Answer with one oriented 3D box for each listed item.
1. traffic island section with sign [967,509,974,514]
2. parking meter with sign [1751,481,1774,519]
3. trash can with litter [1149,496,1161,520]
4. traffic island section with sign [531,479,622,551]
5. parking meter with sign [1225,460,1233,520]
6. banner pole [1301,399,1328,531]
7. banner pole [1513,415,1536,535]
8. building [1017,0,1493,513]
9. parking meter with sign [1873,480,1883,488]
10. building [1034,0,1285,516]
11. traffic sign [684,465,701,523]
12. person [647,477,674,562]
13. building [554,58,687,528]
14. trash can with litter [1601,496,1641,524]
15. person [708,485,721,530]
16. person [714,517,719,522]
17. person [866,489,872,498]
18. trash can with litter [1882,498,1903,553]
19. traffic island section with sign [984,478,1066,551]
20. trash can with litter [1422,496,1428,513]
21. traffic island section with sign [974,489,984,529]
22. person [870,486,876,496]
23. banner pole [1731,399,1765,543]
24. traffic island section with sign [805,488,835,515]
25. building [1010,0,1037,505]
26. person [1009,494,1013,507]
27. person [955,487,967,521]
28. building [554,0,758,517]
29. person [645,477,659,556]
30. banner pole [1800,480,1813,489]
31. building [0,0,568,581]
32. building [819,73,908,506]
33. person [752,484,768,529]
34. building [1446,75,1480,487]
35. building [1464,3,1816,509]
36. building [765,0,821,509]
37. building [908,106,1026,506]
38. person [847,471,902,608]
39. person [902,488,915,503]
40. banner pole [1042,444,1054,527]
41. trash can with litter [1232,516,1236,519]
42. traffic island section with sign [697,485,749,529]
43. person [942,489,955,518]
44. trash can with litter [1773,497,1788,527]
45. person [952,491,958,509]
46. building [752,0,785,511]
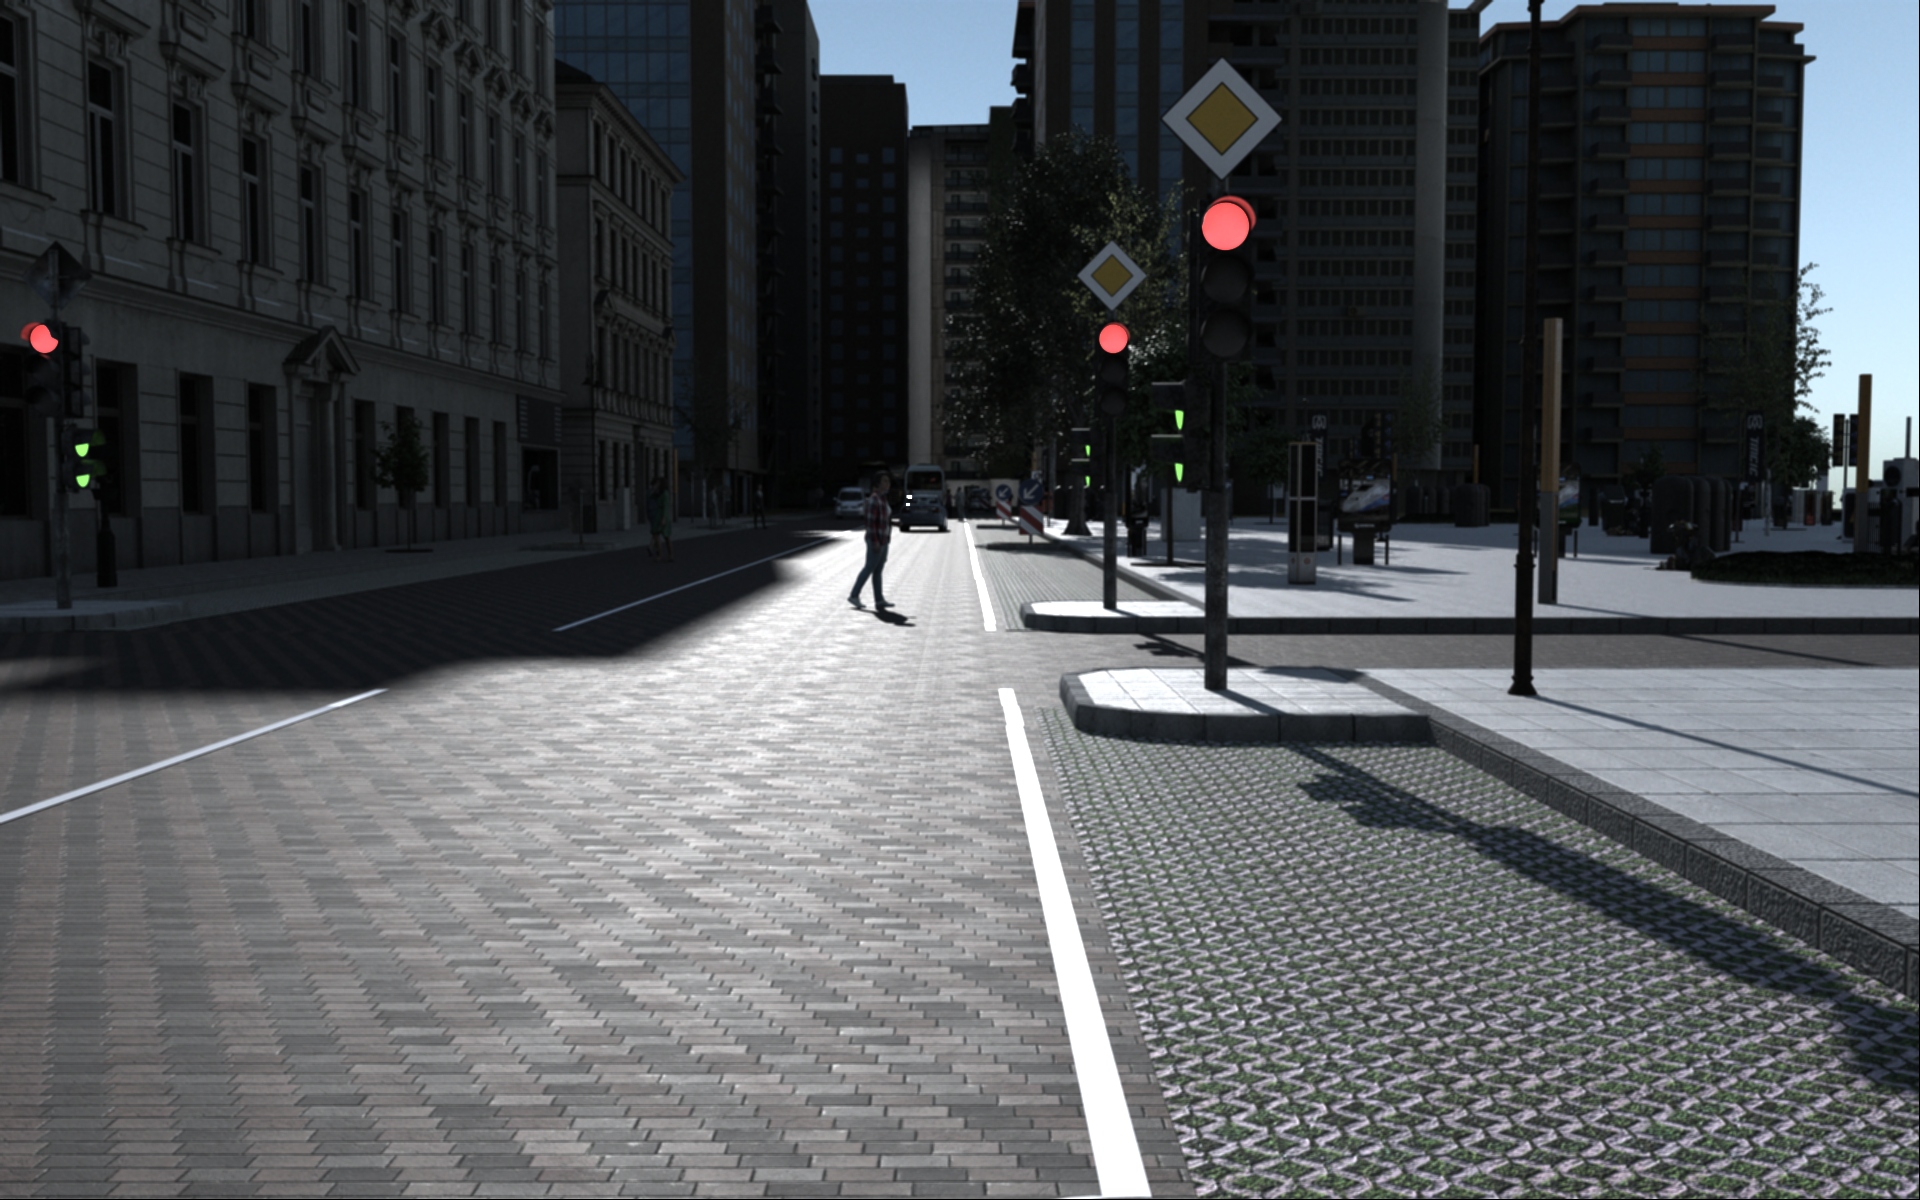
[{"bbox_3d":[1.637,-6.926,121.867,1.989,1.847,2.006,0,3,0],"label":"traffic island section with sign"},{"bbox_3d":[41.177,-5.708,89.583,1.738,3.016,0.543,3,4,39],"label":"parking meter with sign"},{"bbox_3d":[9.684,-4.510,84.800,2.233,1.210,1.678,3,5,44],"label":"trash can with litter"},{"bbox_3d":[-9.740,-2.179,44.255,1.989,1.847,2.006,0,3,0],"label":"traffic island section with sign"},{"bbox_3d":[13.444,-5.571,87.345,0.543,3.016,1.738,0,4,-2],"label":"parking meter with sign"},{"bbox_3d":[9.315,-3.405,45.683,0.863,3.779,0.401,-1,4,-11],"label":"banner pole"},{"bbox_3d":[17.765,-3.934,54.332,0.863,3.779,0.401,-2,4,-28],"label":"banner pole"},{"bbox_3d":[20.602,-26.671,127.959,32.217,40.220,23.993,0,3,0],"label":"building"},{"bbox_3d":[48.859,-5.850,91.905,1.738,3.016,0.543,2,4,33],"label":"parking meter with sign"},{"bbox_3d":[11.902,-28.045,108.646,14.600,45.320,14.200,0,3,0],"label":"building"},{"bbox_3d":[-11.768,-4.645,76.058,0.768,2.556,0.104,0,4,7],"label":"traffic sign"},{"bbox_3d":[-6.267,-1.702,36.574,0.529,1.795,0.600,-2,4,-32],"label":"person"},{"bbox_3d":[-18.266,-12.755,73.169,10.561,19.102,19.286,0,3,0],"label":"building"},{"bbox_3d":[28.516,-3.844,73.912,2.233,1.210,1.678,1,4,12],"label":"trash can with litter"},{"bbox_3d":[-9.871,-3.713,69.307,0.391,1.810,0.635,-3,4,-36],"label":"person"},{"bbox_3d":[-10.513,-3.693,73.889,0.505,1.210,0.382,3,5,40],"label":"person"},{"bbox_3d":[-6.195,-6.707,118.696,0.750,1.759,0.617,-1,4,-16],"label":"person"},{"bbox_3d":[17.714,-1.346,33.068,1.678,1.210,2.233,0,4,1],"label":"trash can with litter"},{"bbox_3d":[1.688,-2.194,44.503,1.989,1.847,2.006,0,3,0],"label":"traffic island section with sign"},{"bbox_3d":[21.579,-4.213,79.942,1.678,1.210,2.233,1,4,19],"label":"trash can with litter"},{"bbox_3d":[1.675,-3.847,71.530,1.989,1.847,2.006,0,3,0],"label":"traffic island section with sign"},{"bbox_3d":[-4.425,-4.904,88.661,0.573,1.828,0.580,-1,4,-22],"label":"person"},{"bbox_3d":[20.776,-3.405,45.685,0.401,3.779,0.863,-3,5,-43],"label":"banner pole"},{"bbox_3d":[-9.786,-6.882,121.152,1.989,1.847,2.006,0,3,0],"label":"traffic island section with sign"},{"bbox_3d":[15.715,-30.572,154.479,22.147,44.769,28.867,0,3,0],"label":"building"},{"bbox_3d":[5.083,-10.284,176.267,0.705,1.869,1.348,3,4,37],"label":"person"},{"bbox_3d":[0.015,-5.037,90.952,0.635,1.810,0.391,-3,5,-42],"label":"person"},{"bbox_3d":[-19.699,-27.604,101.435,14.600,45.320,14.200,0,3,0],"label":"building"},{"bbox_3d":[-7.122,-1.944,40.307,0.581,1.822,0.654,3,4,38],"label":"person"},{"bbox_3d":[45.060,-6.241,92.051,0.401,3.779,0.863,-3,4,-38],"label":"banner pole"},{"bbox_3d":[-21.958,-16.194,41.189,17.030,29.872,44.131,0,3,0],"label":"building"},{"bbox_3d":[-12.729,-32.750,185.581,14.200,45.320,14.600,0,3,0],"label":"building"},{"bbox_3d":[-8.192,-3.838,71.020,0.659,1.850,0.755,-3,5,-39],"label":"person"},{"bbox_3d":[39.363,-29.260,161.997,14.086,41.232,14.154,0,3,0],"label":"building"},{"bbox_3d":[61.032,-30.763,157.597,28.867,44.769,22.147,0,3,0],"label":"building"},{"bbox_3d":[-24.111,-32.690,158.182,21.600,48.544,21.300,0,3,0],"label":"building"},{"bbox_3d":[1.413,-30.734,186.098,14.086,41.232,14.154,0,3,0],"label":"building"},{"bbox_3d":[-1.078,-0.772,21.957,0.643,1.720,0.563,1,4,11],"label":"person"},{"bbox_3d":[-2.996,-5.896,104.879,0.705,1.826,1.348,-3,5,-43],"label":"person"},{"bbox_3d":[3.349,-4.721,67.203,0.401,3.779,0.863,-1,4,-23],"label":"banner pole"},{"bbox_3d":[13.977,-4.874,90.754,1.678,1.210,2.233,3,4,38],"label":"trash can with litter"},{"bbox_3d":[-9.742,-3.842,71.437,1.989,1.847,2.006,0,3,0],"label":"traffic island section with sign"},{"bbox_3d":[-0.598,-5.715,102.616,1.217,1.739,0.721,-3,4,-38],"label":"person"},{"bbox_3d":[32.287,-3.461,67.972,0.624,1.170,1.055,1,4,12],"label":"trash can with litter"},{"bbox_3d":[-0.230,-9.569,164.962,0.705,1.824,1.348,3,5,42],"label":"person"},{"bbox_3d":[-24.328,-28.660,123.217,22.147,44.769,28.867,0,3,0],"label":"building"}]
